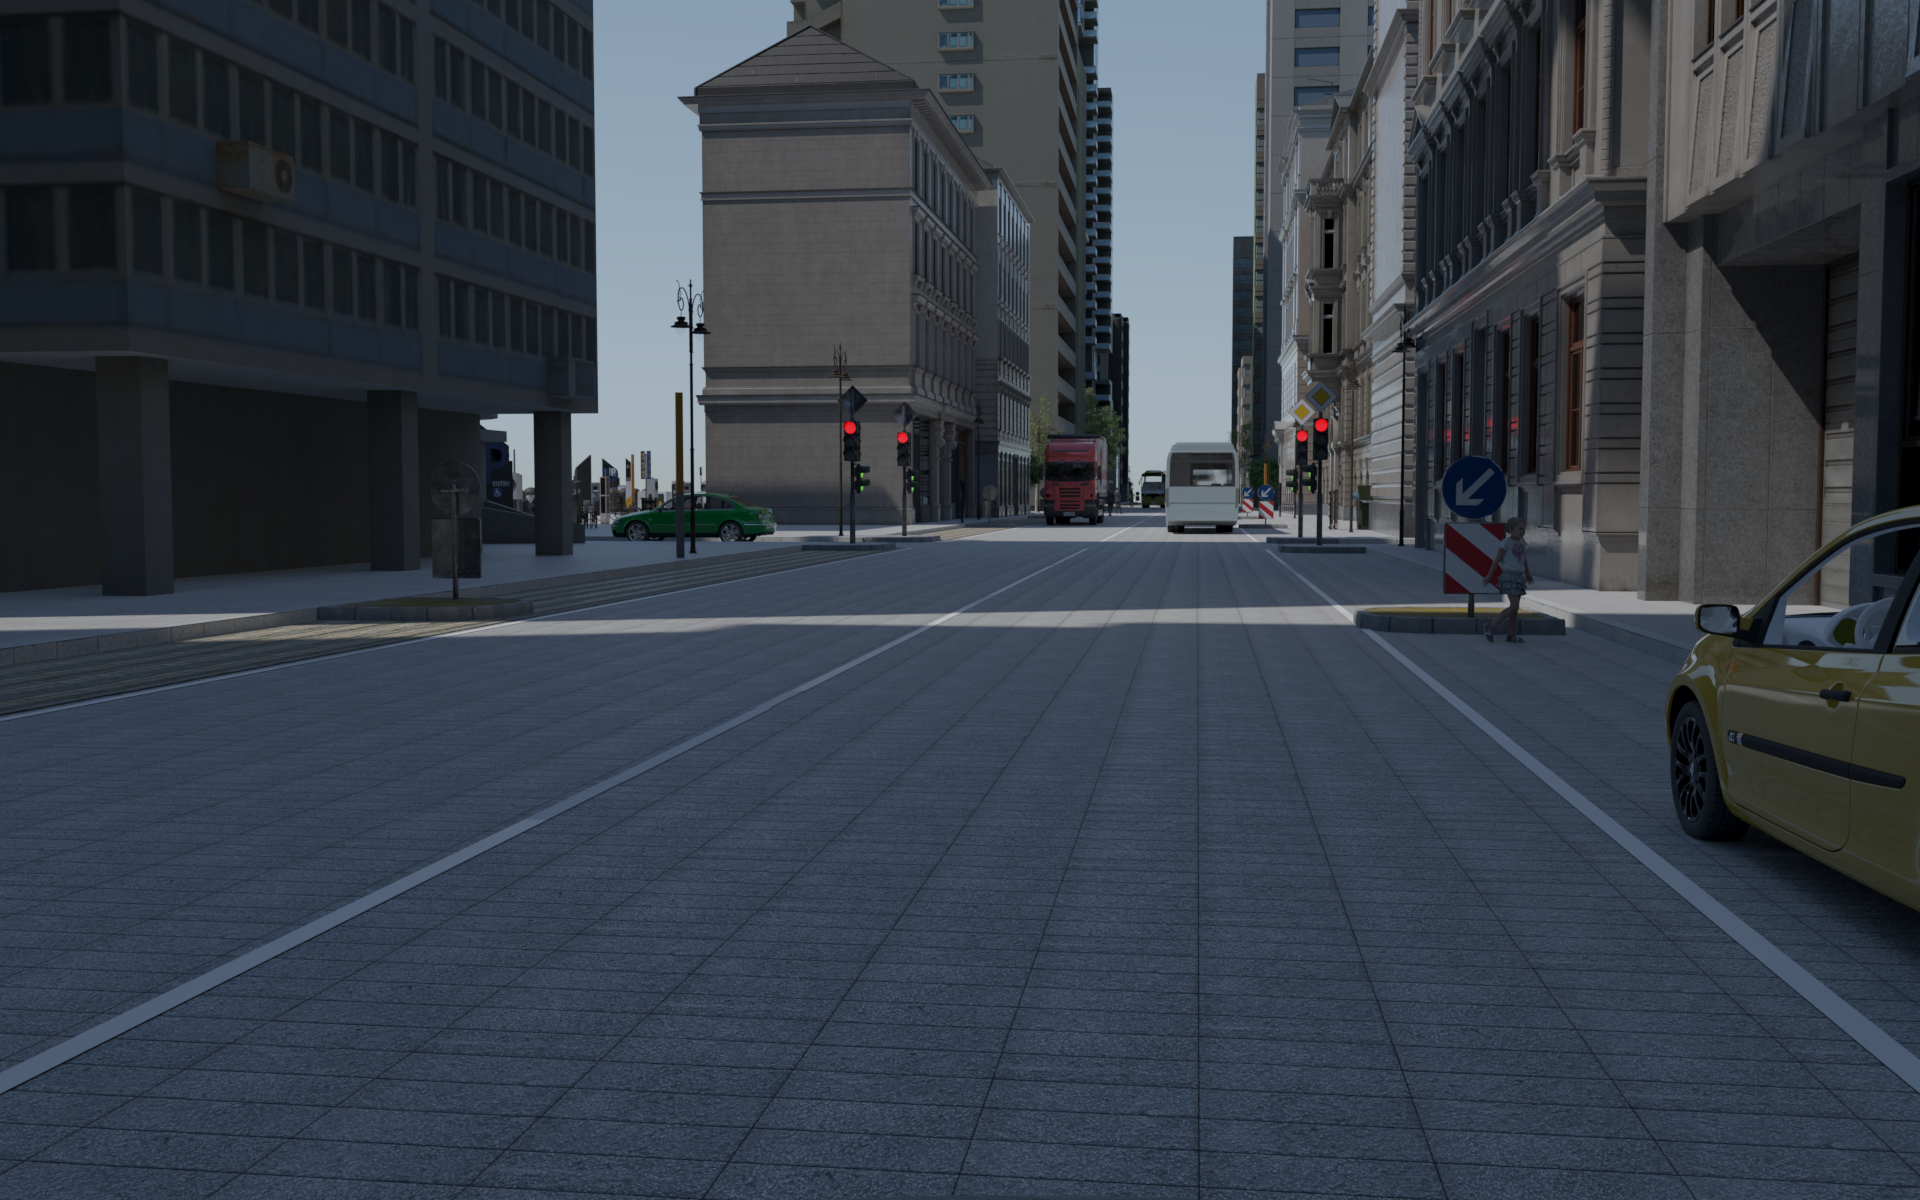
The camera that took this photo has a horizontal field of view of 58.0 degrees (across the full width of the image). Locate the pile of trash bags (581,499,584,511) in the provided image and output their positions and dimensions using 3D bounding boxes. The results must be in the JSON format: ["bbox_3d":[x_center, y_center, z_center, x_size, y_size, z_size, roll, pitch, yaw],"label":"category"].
[{"bbox_3d":[-22.057,-5.339,97.047,1.912,1.369,3.447,-1,4,-17],"label":"pile of trash bags"}]

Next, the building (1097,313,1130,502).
[{"bbox_3d":[19.350,-30.656,272.930,14.160,30.474,14.107,0,4,8],"label":"building"}]

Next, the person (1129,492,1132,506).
[{"bbox_3d":[20.659,-12.182,208.397,0.721,1.735,1.217,-2,4,-26],"label":"person"}]

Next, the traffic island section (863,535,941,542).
[{"bbox_3d":[-1.711,-1.863,52.741,2.009,0.180,2.903,0,4,8],"label":"traffic island section"}]

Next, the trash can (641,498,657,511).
[{"bbox_3d":[-12.779,-3.640,71.161,0.748,1.137,0.748,0,3,0],"label":"trash can"}]

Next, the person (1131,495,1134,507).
[{"bbox_3d":[19.963,-11.649,199.749,0.721,1.735,1.217,0,4,-4],"label":"person"}]

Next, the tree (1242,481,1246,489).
[{"bbox_3d":[35.844,-13.475,214.909,1.663,3.219,1.824,0,3,0],"label":"tree"}]

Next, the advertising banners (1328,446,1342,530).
[{"bbox_3d":[13.669,-4.085,62.973,0.090,3.025,2.074,2,4,24],"label":"advertising banners"}]

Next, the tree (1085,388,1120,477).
[{"bbox_3d":[13.087,-16.244,183.714,7.486,12.596,7.792,0,3,0],"label":"tree"}]

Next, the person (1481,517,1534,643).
[{"bbox_3d":[5.331,-0.199,16.772,0.505,1.210,0.382,-3,4,-38],"label":"person"}]

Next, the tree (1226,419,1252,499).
[{"bbox_3d":[34.550,-16.808,209.226,7.601,10.594,8.767,1,4,8],"label":"tree"}]

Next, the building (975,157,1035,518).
[{"bbox_3d":[-1.334,-15.451,101.782,9.793,20.994,18.267,0,4,8],"label":"building"}]

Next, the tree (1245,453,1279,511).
[{"bbox_3d":[23.887,-9.269,135.262,4.285,4.588,4.351,0,3,0],"label":"tree"}]

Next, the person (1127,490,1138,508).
[{"bbox_3d":[17.939,-10.529,180.654,1.348,1.824,0.705,2,4,34],"label":"person"}]

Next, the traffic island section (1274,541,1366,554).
[{"bbox_3d":[8.983,-1.280,43.214,2.009,0.180,2.903,0,4,8],"label":"traffic island section"}]

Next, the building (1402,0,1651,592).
[{"bbox_3d":[14.639,-11.921,31.071,11.583,22.565,21.152,0,4,8],"label":"building"}]

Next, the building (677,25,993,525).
[{"bbox_3d":[-6.204,-13.575,72.861,10.553,20.767,40.483,0,4,8],"label":"building"}]

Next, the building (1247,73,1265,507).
[{"bbox_3d":[35.996,-29.810,170.982,14.154,41.232,14.086,0,4,8],"label":"building"}]

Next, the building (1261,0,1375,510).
[{"bbox_3d":[36.824,-37.128,149.035,21.231,58.520,28.212,0,4,8],"label":"building"}]

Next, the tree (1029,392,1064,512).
[{"bbox_3d":[5.525,-10.698,125.268,4.737,8.622,4.395,0,3,0],"label":"tree"}]

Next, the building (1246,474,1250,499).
[{"bbox_3d":[41.972,-45.834,187.643,20.563,71.187,20.611,0,4,8],"label":"building"}]

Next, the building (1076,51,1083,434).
[{"bbox_3d":[3.513,-28.905,156.185,14.154,41.232,14.086,0,4,8],"label":"building"}]

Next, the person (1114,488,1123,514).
[{"bbox_3d":[11.392,-7.154,124.837,0.648,1.900,0.474,2,4,27],"label":"person"}]

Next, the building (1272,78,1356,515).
[{"bbox_3d":[27.980,-20.075,114.136,13.634,28.700,20.117,0,4,8],"label":"building"}]

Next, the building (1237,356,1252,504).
[{"bbox_3d":[51.033,-23.510,229.428,27.650,21.520,28.899,0,4,8],"label":"building"}]

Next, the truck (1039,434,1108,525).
[{"bbox_3d":[5.589,-5.765,83.177,2.839,4.237,11.283,0,4,7],"label":"truck"}]

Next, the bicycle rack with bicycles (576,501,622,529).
[{"bbox_3d":[-14.560,-3.157,65.000,2.852,0.926,2.925,0,4,4],"label":"bicycle rack with bicycles"}]

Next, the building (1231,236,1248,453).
[{"bbox_3d":[50.174,-36.157,274.768,14.154,41.232,14.086,0,4,8],"label":"building"}]

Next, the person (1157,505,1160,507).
[{"bbox_3d":[22.618,-11.495,197.153,1.217,1.736,0.721,0,4,-8],"label":"person"}]

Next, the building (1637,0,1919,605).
[{"bbox_3d":[12.866,-11.726,9.741,12.078,24.808,19.932,0,4,8],"label":"building"}]

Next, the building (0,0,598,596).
[{"bbox_3d":[-20.055,-20.755,31.228,23.993,40.220,32.217,0,4,8],"label":"building"}]

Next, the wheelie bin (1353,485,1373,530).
[{"bbox_3d":[14.481,-3.303,61.908,0.980,1.594,0.693,0,4,-1],"label":"wheelie bin"}]

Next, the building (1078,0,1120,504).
[{"bbox_3d":[12.205,-57.276,249.129,22.319,86.520,31.000,0,4,8],"label":"building"}]

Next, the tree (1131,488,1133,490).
[{"bbox_3d":[27.876,-17.839,286.272,1.663,3.219,1.824,0,3,0],"label":"tree"}]

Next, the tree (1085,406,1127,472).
[{"bbox_3d":[16.061,-16.982,203.405,9.928,11.665,9.643,0,3,0],"label":"tree"}]

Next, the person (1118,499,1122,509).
[{"bbox_3d":[15.466,-9.566,168.169,0.557,1.426,1.065,3,4,36],"label":"person"}]

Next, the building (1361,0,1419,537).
[{"bbox_3d":[22.827,-13.769,54.008,19.941,23.489,11.050,0,4,8],"label":"building"}]

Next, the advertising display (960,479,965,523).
[{"bbox_3d":[0.101,-4.366,76.597,0.123,1.923,0.974,0,4,-5],"label":"advertising display"}]

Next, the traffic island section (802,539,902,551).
[{"bbox_3d":[-2.797,-1.379,44.830,2.009,0.180,2.903,0,4,8],"label":"traffic island section"}]

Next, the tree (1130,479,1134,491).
[{"bbox_3d":[26.745,-18.275,282.505,4.285,4.588,4.351,0,3,0],"label":"tree"}]

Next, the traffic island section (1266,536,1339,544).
[{"bbox_3d":[10.069,-1.764,51.125,2.009,0.180,2.903,0,4,8],"label":"traffic island section"}]

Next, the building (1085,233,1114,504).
[{"bbox_3d":[3.516,-32.547,224.029,32.217,40.220,23.993,0,4,8],"label":"building"}]

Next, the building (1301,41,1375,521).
[{"bbox_3d":[24.556,-16.349,86.394,14.460,24.649,34.723,0,4,8],"label":"building"}]

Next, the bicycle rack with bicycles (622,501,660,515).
[{"bbox_3d":[-16.280,-4.342,84.380,2.925,0.926,2.852,0,4,-8],"label":"bicycle rack with bicycles"}]

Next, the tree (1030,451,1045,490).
[{"bbox_3d":[4.136,-8.012,114.711,4.285,4.588,4.351,0,3,0],"label":"tree"}]

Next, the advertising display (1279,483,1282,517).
[{"bbox_3d":[18.002,-5.634,97.333,0.123,1.923,0.974,1,4,12],"label":"advertising display"}]

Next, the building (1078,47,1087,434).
[{"bbox_3d":[4.982,-31.804,170.108,14.600,45.320,14.200,0,4,8],"label":"building"}]

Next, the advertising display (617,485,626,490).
[{"bbox_3d":[-24.465,-7.393,126.085,0.974,1.923,0.123,0,4,5],"label":"advertising display"}]

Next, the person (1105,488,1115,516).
[{"bbox_3d":[9.800,-6.394,112.817,0.659,1.850,0.755,1,4,12],"label":"person"}]

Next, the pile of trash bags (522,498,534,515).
[{"bbox_3d":[-21.933,-4.722,86.955,1.912,1.369,3.447,1,4,18],"label":"pile of trash bags"}]

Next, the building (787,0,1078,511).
[{"bbox_3d":[-1.971,-31.501,138.736,21.300,48.544,21.600,0,4,8],"label":"building"}]

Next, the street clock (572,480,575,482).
[{"bbox_3d":[-23.949,-6.341,108.242,0.471,2.002,0.358,-1,4,-12],"label":"street clock"}]
